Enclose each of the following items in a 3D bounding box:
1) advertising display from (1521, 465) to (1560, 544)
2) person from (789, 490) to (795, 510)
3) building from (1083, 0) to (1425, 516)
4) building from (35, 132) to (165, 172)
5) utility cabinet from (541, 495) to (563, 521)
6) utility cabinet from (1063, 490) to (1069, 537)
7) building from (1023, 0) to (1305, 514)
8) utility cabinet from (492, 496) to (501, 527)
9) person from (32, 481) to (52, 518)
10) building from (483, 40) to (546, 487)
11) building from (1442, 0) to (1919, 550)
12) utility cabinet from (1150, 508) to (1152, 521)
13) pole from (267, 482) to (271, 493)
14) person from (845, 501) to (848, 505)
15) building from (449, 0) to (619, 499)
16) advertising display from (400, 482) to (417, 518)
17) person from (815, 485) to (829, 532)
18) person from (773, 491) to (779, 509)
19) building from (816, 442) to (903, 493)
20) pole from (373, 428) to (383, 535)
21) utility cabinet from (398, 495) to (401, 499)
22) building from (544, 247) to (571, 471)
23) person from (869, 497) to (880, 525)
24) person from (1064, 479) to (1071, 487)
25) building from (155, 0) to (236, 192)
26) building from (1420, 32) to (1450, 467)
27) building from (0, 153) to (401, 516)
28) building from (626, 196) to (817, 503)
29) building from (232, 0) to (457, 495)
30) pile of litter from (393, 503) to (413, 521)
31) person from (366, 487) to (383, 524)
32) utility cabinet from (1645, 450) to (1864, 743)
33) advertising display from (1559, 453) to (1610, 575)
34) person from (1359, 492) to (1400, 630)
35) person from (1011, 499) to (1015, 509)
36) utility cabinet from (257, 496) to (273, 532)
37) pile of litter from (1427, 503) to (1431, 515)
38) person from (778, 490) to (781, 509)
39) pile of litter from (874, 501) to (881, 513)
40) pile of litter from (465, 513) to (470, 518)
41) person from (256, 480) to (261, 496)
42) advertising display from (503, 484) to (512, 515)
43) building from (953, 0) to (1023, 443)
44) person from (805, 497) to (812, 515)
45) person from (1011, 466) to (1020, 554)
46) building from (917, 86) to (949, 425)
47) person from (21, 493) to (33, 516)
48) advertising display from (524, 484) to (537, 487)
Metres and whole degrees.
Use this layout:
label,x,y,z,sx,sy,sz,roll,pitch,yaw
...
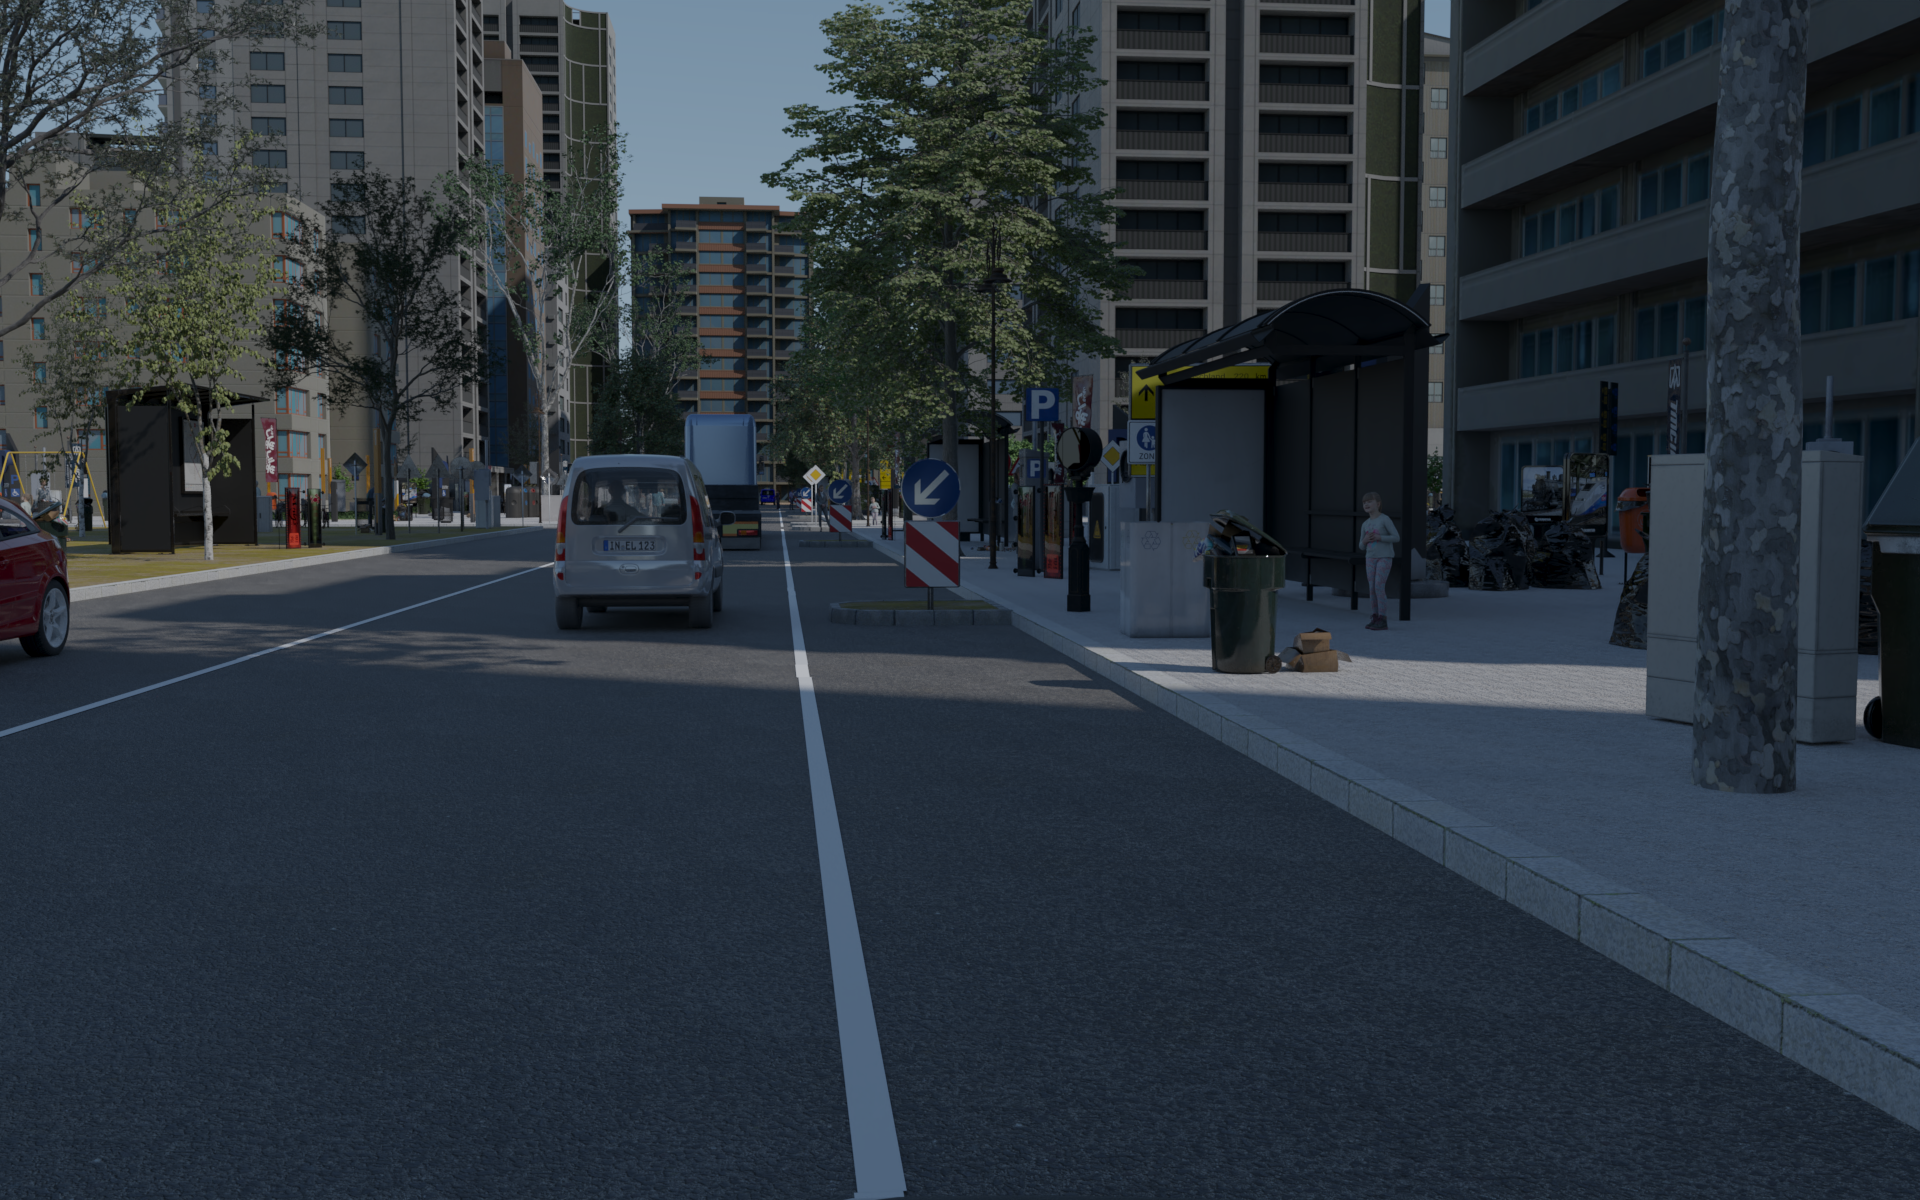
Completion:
label,x,y,z,sx,sy,sz,roll,pitch,yaw
advertising display,13.079,-2.058,38.859,0.974,1.923,0.123,3,4,37
person,-14.906,-8.941,154.558,0.599,1.838,0.709,1,4,22
building,17.144,-40.648,102.843,20.611,71.187,20.563,0,4,-6
building,-95.563,-31.526,199.038,14.086,41.232,14.154,0,4,-6
utility cabinet,-19.197,-4.291,81.316,1.020,1.237,0.306,-2,4,-27
utility cabinet,2.972,-2.587,50.979,0.318,1.500,1.173,-1,4,-10
building,14.409,-42.873,139.222,20.563,71.187,20.611,0,4,-6
utility cabinet,-18.247,-3.455,67.647,0.306,1.237,1.020,-2,4,-33
person,-28.914,-2.955,54.704,0.624,1.780,0.694,3,4,38
building,-49.986,-32.118,175.244,14.600,45.320,14.200,0,4,-6
building,25.125,-25.311,37.541,21.300,48.544,21.600,0,4,-6
utility cabinet,6.411,-2.768,53.932,1.173,1.500,0.318,0,4,-1
pole,-36.537,-5.975,91.537,0.158,3.312,0.155,0,3,0
person,-6.998,-6.040,105.146,0.623,1.781,0.721,-2,4,-35
building,-61.339,-49.863,253.512,20.611,71.187,20.563,0,4,-6
advertising display,-29.825,-5.416,93.759,0.123,1.923,0.974,3,4,37
person,-5.195,-3.499,65.976,0.520,1.790,0.573,-3,4,-39
person,-17.204,-9.377,162.254,0.568,1.767,0.683,0,4,-5
building,-7.268,-25.689,265.052,28.899,21.520,27.650,0,4,-6
pole,-18.122,-3.673,53.905,0.158,3.312,0.155,0,3,0
utility cabinet,-45.155,-7.912,140.514,0.306,1.237,1.020,1,4,13
building,-53.291,-26.381,203.034,14.107,30.474,14.160,0,4,-6
person,-3.517,-3.591,71.498,0.425,1.301,0.394,-1,4,-16
person,3.802,-3.363,61.246,0.699,1.804,1.509,0,4,2
building,-74.087,-40.032,196.515,28.212,58.520,21.231,0,4,-6
building,41.368,-37.694,205.534,27.495,52.752,28.713,0,4,-6
building,-53.858,-16.365,112.613,27.650,21.520,28.899,0,4,-6
building,-35.890,-36.886,257.712,28.867,44.769,22.147,0,4,-6
building,-51.976,-43.947,156.777,20.563,71.187,20.611,0,4,-6
pile of litter,-26.582,-4.149,81.796,1.176,0.858,1.719,3,5,40
person,-22.479,-3.678,66.533,0.623,1.781,0.721,-1,4,-14
utility cabinet,4.261,-0.040,9.339,0.318,1.500,1.173,-1,4,-21
advertising display,9.811,-1.343,27.164,0.974,1.923,0.123,-2,4,-33
person,3.955,-0.373,16.424,0.425,1.301,0.394,2,4,35
person,1.366,-1.832,37.801,0.589,1.601,0.330,-3,5,-45
utility cabinet,-23.846,-2.904,58.643,1.020,1.237,0.306,0,4,-3
pile of litter,24.166,-4.695,90.733,1.719,0.858,1.176,-1,4,-14
person,-17.892,-9.918,170.677,0.705,1.822,1.348,-1,4,-13
pile of litter,-5.876,-6.211,115.513,1.176,0.858,1.719,-3,5,-40
pile of litter,-26.052,-4.839,93.076,1.176,0.858,1.719,1,4,14
person,-24.769,-3.334,61.040,0.515,1.767,0.782,-2,4,-35
advertising display,-28.408,-6.329,108.697,0.123,1.923,0.974,1,4,12
building,9.765,-38.953,178.874,21.231,58.520,28.212,0,4,-6
person,-10.370,-6.721,118.934,0.519,1.759,0.362,0,4,7
person,1.253,-1.560,31.817,0.573,1.790,0.520,1,4,17
building,6.430,-35.482,203.825,21.300,48.544,21.600,0,4,-6
person,-21.883,-1.844,40.477,0.394,1.301,0.425,-1,4,-17
advertising display,-26.131,-6.151,105.775,0.974,1.923,0.123,0,4,7
